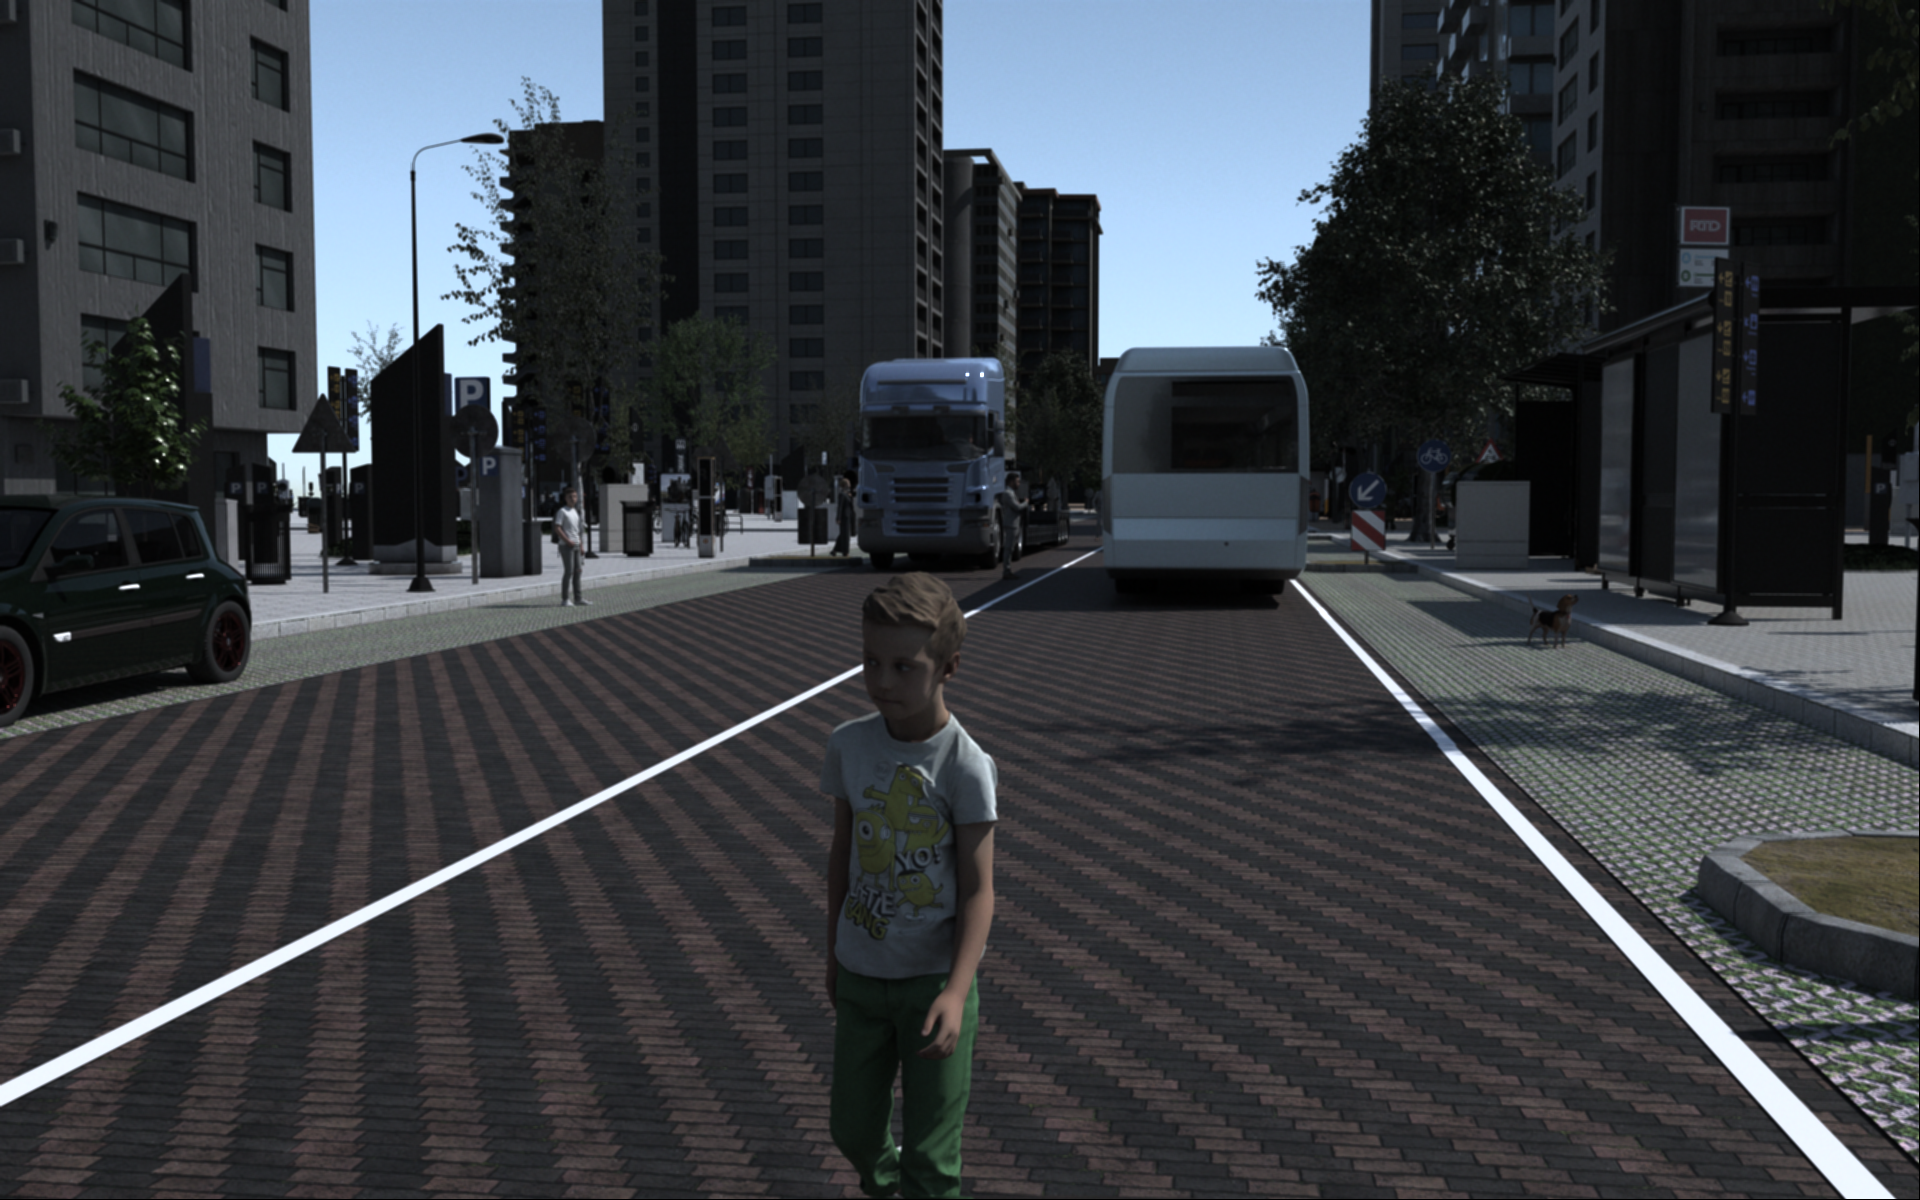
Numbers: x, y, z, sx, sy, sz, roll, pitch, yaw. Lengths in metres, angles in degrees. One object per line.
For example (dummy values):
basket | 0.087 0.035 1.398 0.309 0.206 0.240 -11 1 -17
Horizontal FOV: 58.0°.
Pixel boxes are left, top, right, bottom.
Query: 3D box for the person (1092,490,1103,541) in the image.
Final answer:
person | 4.415 -2.742 53.433 0.635 1.810 0.391 -1 4 -15

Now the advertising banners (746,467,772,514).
advertising banners | -12.622 -6.979 110.300 2.074 3.025 0.090 0 4 4

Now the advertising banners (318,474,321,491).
advertising banners | -53.950 -9.314 148.475 2.074 3.025 0.090 0 4 -3

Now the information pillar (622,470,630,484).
information pillar | -10.307 -3.024 53.936 0.304 2.012 0.304 2 4 31

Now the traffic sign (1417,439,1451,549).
traffic sign | 11.031 -2.461 40.346 0.768 2.556 0.104 1 4 16

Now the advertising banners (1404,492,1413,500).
advertising banners | 32.619 -7.843 124.422 2.074 3.025 0.090 -2 4 -30

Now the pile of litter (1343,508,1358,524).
pile of litter | 16.907 -3.664 73.868 1.176 0.858 1.719 1 4 9

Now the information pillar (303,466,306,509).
information pillar | -55.173 -9.441 145.721 0.183 3.616 0.504 -1 4 -13

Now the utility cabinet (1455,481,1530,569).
utility cabinet | 9.059 -1.273 29.489 1.173 1.500 0.318 1 4 11

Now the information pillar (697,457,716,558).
information pillar | -5.092 -1.854 34.810 0.304 2.012 0.304 0 4 2

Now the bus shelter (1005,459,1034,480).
bus shelter | 3.181 -6.731 103.979 2.014 3.302 5.546 0 4 8

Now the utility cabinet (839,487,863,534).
utility cabinet | -3.266 -2.799 54.438 1.173 1.500 0.318 3 5 41

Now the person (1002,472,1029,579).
person | 0.933 -1.259 29.265 0.466 1.800 0.511 0 4 -5

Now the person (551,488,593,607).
person | -4.939 -0.668 22.025 0.523 1.515 0.503 -1 4 -11

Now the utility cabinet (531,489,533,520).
utility cabinet | -19.331 -4.108 75.840 1.173 1.500 0.318 0 4 -7

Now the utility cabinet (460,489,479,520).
utility cabinet | -22.239 -4.273 78.548 1.173 1.500 0.318 3 5 44

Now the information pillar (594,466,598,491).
information pillar | -29.954 -9.247 142.542 0.183 3.616 0.504 -3 5 -43

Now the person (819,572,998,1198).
person | -0.088 0.599 2.954 0.306 1.304 0.590 0 4 2

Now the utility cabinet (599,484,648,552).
utility cabinet | -7.455 -1.816 38.367 0.318 1.500 1.173 3 4 38

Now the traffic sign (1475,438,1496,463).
traffic sign | 12.281 -2.456 40.154 0.884 2.594 0.081 1 4 14

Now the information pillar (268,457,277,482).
information pillar | -42.732 -7.113 107.644 0.504 3.616 0.183 -2 4 -29

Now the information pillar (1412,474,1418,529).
information pillar | 16.489 -3.532 62.247 0.304 2.012 0.304 -2 4 -29

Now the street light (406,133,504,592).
street light | -6.560 -3.057 22.529 1.470 5.913 1.316 1 4 8

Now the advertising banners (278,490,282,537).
advertising banners | -21.086 -3.380 51.454 0.090 3.025 2.074 2 4 34

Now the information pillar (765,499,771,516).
information pillar | -11.348 -5.972 102.139 0.304 2.012 0.304 -1 4 -16

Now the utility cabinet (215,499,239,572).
utility cabinet | -10.493 -0.778 23.878 1.020 1.237 0.306 0 4 8

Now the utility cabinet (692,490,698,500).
utility cabinet | -14.089 -5.113 92.283 1.173 1.500 0.318 1 4 11

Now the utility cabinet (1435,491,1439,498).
utility cabinet | 31.653 -6.548 115.741 0.318 1.500 1.173 0 4 -2

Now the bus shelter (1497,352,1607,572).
bus shelter | 11.159 -2.467 31.620 1.731 3.624 6.357 1 4 8

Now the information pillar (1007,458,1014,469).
information pillar | 3.279 -7.342 111.403 0.504 3.616 0.183 -2 4 -27

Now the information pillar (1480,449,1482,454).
information pillar | 23.679 -5.319 78.315 0.183 3.616 0.504 -3 5 -45

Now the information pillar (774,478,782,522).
information pillar | -8.415 -4.619 80.017 0.304 2.012 0.304 -1 4 -19

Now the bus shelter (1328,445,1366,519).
bus shelter | 18.805 -5.733 85.020 1.731 3.624 6.357 0 4 8

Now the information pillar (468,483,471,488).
information pillar | -33.831 -7.060 119.928 0.304 2.012 0.304 3 4 38

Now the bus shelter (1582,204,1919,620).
bus shelter | 9.279 -2.700 21.779 2.179 5.291 8.768 0 4 8

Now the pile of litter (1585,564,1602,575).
pile of litter | 10.637 -0.827 27.488 1.176 0.858 1.719 0 4 1

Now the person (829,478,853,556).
person | -2.579 -1.776 37.958 0.534 1.772 0.576 -1 4 -15

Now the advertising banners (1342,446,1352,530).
advertising banners | 13.979 -4.060 62.572 0.090 3.025 2.074 0 4 5

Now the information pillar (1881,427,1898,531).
information pillar | 32.422 -4.226 60.450 0.504 3.616 0.183 2 4 32

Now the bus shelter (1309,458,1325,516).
bus shelter | 20.566 -6.405 98.646 2.014 3.302 5.546 1 4 8

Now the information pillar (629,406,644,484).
information pillar | -8.658 -3.364 46.364 0.183 3.616 0.504 2 4 30

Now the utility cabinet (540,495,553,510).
utility cabinet | -30.565 -7.155 128.152 0.306 1.237 1.020 2 4 30

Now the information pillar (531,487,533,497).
information pillar | -31.629 -7.513 127.322 0.304 2.012 0.304 3 5 42

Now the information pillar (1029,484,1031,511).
information pillar | 4.939 -7.339 124.488 0.304 2.012 0.304 0 4 -6

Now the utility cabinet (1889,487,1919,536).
utility cabinet | 28.702 -2.669 52.318 0.318 1.500 1.173 -1 4 -21

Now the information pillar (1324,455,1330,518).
information pillar | 20.116 -6.302 94.391 0.504 3.616 0.183 2 4 28
